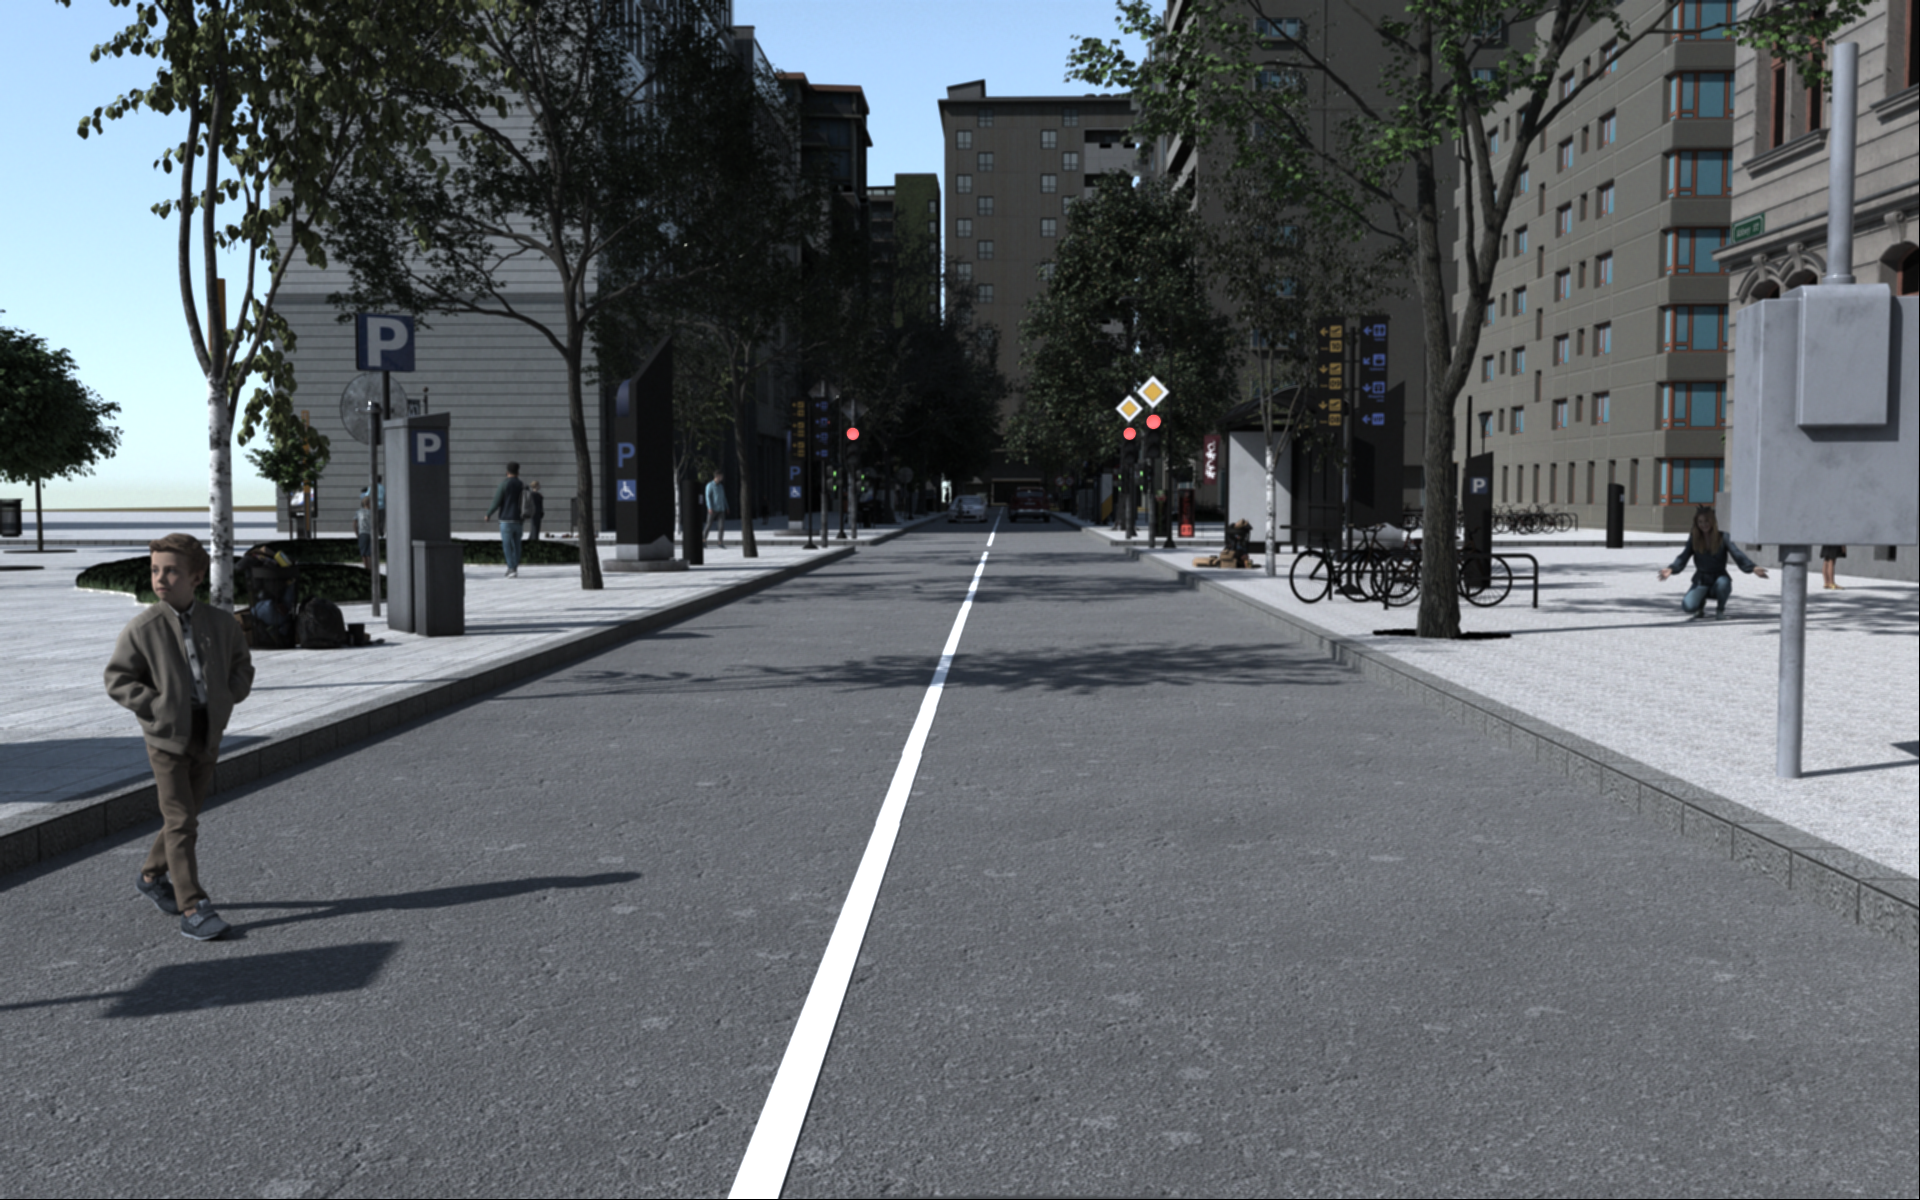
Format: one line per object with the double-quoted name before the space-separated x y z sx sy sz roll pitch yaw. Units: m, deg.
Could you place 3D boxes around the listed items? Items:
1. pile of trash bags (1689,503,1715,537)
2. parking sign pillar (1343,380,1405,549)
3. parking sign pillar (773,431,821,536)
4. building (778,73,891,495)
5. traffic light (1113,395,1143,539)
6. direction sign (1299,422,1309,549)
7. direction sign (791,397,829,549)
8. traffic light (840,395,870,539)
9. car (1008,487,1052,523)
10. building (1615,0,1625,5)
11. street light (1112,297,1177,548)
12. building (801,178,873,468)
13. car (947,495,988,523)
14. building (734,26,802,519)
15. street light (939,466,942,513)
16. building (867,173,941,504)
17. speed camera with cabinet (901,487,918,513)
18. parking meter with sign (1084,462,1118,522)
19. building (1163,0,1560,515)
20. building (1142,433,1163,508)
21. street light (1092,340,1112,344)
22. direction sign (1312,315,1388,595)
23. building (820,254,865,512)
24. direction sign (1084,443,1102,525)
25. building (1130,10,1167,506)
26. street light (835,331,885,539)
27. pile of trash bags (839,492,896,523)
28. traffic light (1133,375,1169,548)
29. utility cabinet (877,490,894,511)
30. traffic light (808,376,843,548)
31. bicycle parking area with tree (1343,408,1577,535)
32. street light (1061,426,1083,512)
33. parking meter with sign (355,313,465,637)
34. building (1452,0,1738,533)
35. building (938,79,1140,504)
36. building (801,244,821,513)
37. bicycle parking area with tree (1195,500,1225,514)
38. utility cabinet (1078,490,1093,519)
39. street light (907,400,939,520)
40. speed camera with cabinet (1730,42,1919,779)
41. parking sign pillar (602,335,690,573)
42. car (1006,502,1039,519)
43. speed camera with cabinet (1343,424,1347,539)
"pile of trash bags" 18.607 -1.828 39.635 3.447 1.369 1.912 1 4 13
"parking sign pillar" 9.887 -3.229 41.268 1.447 3.967 1.447 1 4 8
"parking sign pillar" -5.008 -3.952 53.090 1.447 3.967 1.447 0 4 -1
"building" -22.410 -32.201 181.107 28.867 44.769 22.147 0 4 2
"traffic light" 4.760 -3.677 49.041 0.839 4.253 0.868 0 4 2
"direction sign" 8.314 -2.981 40.743 0.876 3.537 0.379 3 4 38
"direction sign" -3.494 -2.957 40.346 0.876 3.537 0.379 0 4 -8
"traffic light" -2.998 -3.689 49.237 0.839 4.253 0.868 0 4 2
"car" 3.576 -4.882 88.497 2.281 1.827 5.304 0 4 2
"building" 70.401 -38.948 178.802 28.212 58.520 21.231 0 4 2
"street light" 4.426 -4.181 40.897 1.470 5.913 1.316 0 4 2
"building" -15.625 -23.808 160.955 14.160 30.474 14.107 0 4 2
"car" 0.411 -4.600 87.571 2.083 1.381 4.827 0 4 3
"building" -16.132 -17.122 97.971 12.078 24.808 19.932 0 4 2
"street light" -0.919 -9.037 120.289 1.470 5.913 1.316 0 4 2
"building" -9.572 -33.017 223.414 14.086 41.232 14.154 0 4 2
"speed camera with cabinet" -3.172 -7.529 117.429 0.660 3.252 2.038 2 4 35
"parking meter with sign" 6.467 -5.028 78.469 1.738 3.016 0.543 -1 4 -22
"building" 24.949 -29.879 112.223 21.300 48.544 21.600 0 4 2
"building" 27.769 -50.851 144.081 22.319 86.520 31.000 0 4 2
"street light" 4.677 -4.877 52.282 1.470 5.913 1.316 0 4 2
"direction sign" 4.987 -1.841 22.095 0.876 3.537 0.379 1 4 17
"building" -22.658 -18.016 139.600 27.650 21.520 28.899 0 4 2
"direction sign" 6.146 -5.350 79.471 0.876 3.537 0.379 0 4 1
"building" 28.912 -34.023 175.876 23.786 49.044 30.456 0 4 2
"street light" -2.843 -4.698 49.347 1.470 5.913 1.316 0 4 2
"pile of trash bags" -4.324 -4.114 77.016 1.912 1.369 3.447 2 4 27
"traffic light" 4.541 -3.189 41.058 0.839 4.253 0.868 0 4 2
"utility cabinet" -3.768 -4.845 87.898 0.318 1.500 1.173 2 4 29
"traffic light" -3.217 -3.201 41.255 0.839 4.253 0.868 0 4 2
"bicycle parking area with tree" 16.926 -4.424 59.332 8.231 4.147 9.016 -3 5 -42
"street light" 5.688 -7.077 88.252 1.470 5.913 1.316 0 4 2
"parking meter with sign" -5.104 -1.221 16.221 0.543 3.016 1.738 -2 4 -35
"building" 37.927 -13.738 69.663 28.899 21.520 27.650 0 4 2
"building" 11.384 -39.119 228.830 27.495 52.752 28.713 0 4 2
"building" -16.370 -17.522 116.161 12.332 23.373 15.834 0 4 2
"bicycle parking area with tree" 18.427 -6.790 98.018 9.016 4.147 8.231 -1 4 -13
"utility cabinet" 6.434 -4.793 87.047 0.318 1.500 1.173 -3 5 -42
"street light" -1.898 -6.898 85.325 1.470 5.913 1.316 0 4 2
"speed camera with cabinet" 4.610 -0.821 7.755 2.038 3.252 0.660 1 4 12
"parking sign pillar" -5.261 -2.472 28.896 1.447 3.967 1.447 1 4 17
"car" 3.632 -5.286 99.006 1.945 1.354 3.894 0 3 0
"speed camera with cabinet" 10.300 -3.311 48.471 2.038 3.252 0.660 -2 4 -27
